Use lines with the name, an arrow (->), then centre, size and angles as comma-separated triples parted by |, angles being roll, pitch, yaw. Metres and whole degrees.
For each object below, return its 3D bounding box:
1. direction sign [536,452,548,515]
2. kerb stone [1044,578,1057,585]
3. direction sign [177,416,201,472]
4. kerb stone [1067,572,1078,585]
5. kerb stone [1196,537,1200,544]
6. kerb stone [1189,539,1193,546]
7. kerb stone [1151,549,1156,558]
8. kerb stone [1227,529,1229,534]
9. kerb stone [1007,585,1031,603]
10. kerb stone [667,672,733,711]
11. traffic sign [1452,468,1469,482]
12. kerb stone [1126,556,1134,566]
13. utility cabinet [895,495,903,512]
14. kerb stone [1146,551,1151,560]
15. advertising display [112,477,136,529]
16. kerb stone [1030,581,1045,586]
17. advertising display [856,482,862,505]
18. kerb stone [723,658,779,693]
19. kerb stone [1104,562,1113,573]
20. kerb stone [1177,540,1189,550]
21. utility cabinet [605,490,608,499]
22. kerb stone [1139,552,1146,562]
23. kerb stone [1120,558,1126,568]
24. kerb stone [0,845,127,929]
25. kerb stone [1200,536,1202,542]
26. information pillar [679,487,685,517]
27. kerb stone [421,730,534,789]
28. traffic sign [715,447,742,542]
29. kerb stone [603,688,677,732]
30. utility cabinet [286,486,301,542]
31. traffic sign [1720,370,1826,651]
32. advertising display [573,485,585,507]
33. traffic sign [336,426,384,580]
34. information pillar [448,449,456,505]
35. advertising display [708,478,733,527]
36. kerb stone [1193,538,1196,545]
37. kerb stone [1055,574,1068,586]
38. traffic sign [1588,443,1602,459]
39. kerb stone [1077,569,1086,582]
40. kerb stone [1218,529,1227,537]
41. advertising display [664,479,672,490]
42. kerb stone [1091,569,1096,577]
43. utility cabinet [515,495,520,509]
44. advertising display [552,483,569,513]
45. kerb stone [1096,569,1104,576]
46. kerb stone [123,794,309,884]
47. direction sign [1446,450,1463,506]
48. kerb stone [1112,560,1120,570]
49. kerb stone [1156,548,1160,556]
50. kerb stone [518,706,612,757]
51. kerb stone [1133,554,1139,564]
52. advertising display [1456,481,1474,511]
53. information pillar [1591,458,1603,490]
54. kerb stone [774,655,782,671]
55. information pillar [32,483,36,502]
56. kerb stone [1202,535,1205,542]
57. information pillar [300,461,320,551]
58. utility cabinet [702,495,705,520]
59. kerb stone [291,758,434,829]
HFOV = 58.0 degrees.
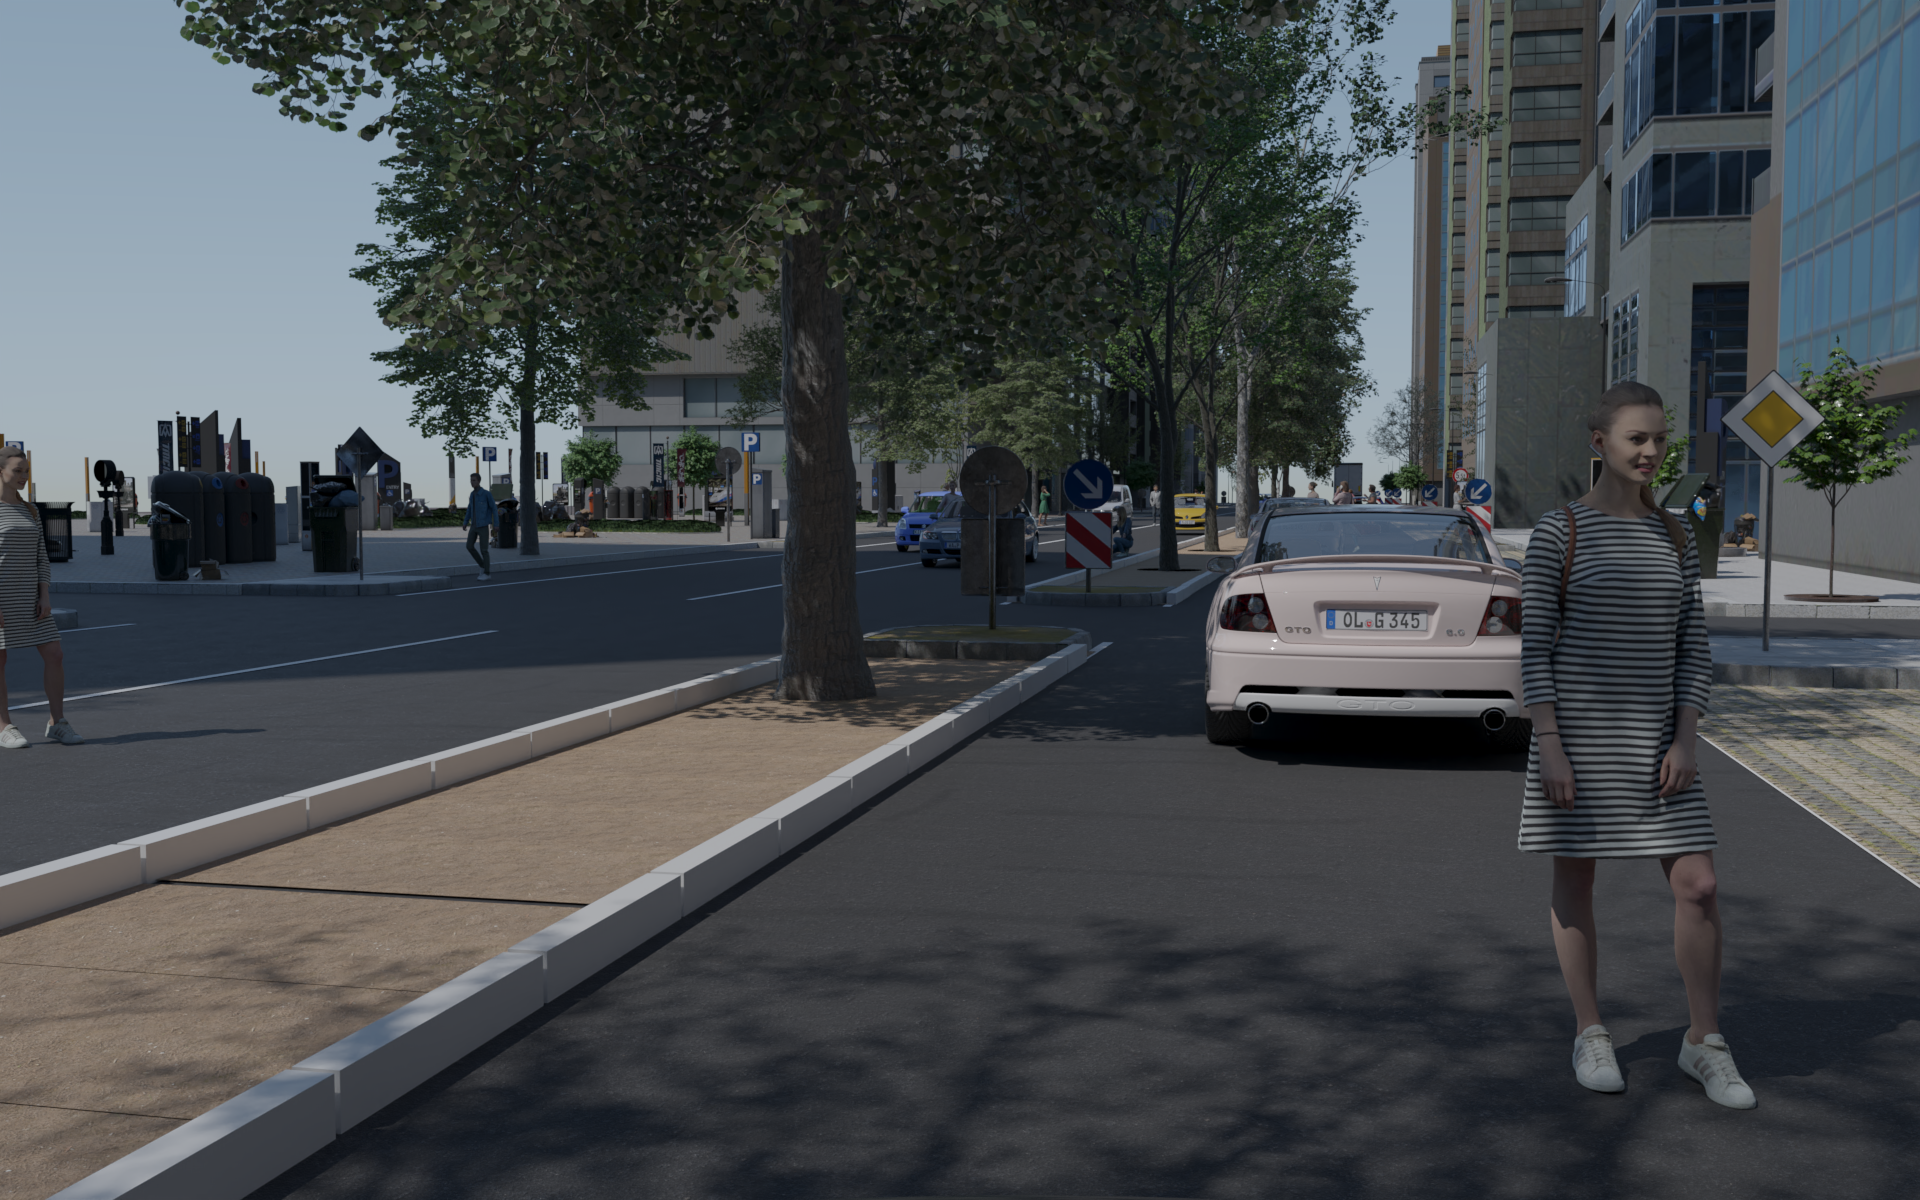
direction sign -> -22.412, -6.173, 92.922 | 0.379, 3.537, 0.876 | 2, 4, 32
kerb stone -> 1.240, -0.192, 25.366 | 0.120, 0.150, 1.000 | 1, 4, 13
direction sign -> -22.485, -3.583, 50.573 | 0.379, 3.537, 0.876 | 1, 4, 19
kerb stone -> 1.687, -0.316, 27.369 | 0.120, 0.150, 1.000 | 1, 4, 13
kerb stone -> 6.655, -1.659, 49.373 | 0.120, 0.150, 1.000 | 1, 4, 13
kerb stone -> 6.199, -1.535, 47.374 | 0.120, 0.150, 1.000 | 1, 4, 13
kerb stone -> 4.166, -0.987, 38.379 | 0.120, 0.150, 1.000 | 1, 4, 13
kerb stone -> 9.350, -2.396, 61.378 | 0.120, 0.150, 1.000 | 1, 4, 13
kerb stone -> 0.788, -0.066, 23.358 | 0.120, 0.150, 1.000 | 1, 4, 13
kerb stone -> -1.801, 0.633, 11.839 | 0.120, 0.150, 1.000 | 1, 4, 13
traffic sign -> 24.186, -5.114, 83.722 | 0.768, 2.556, 0.104 | 1, 4, 18
kerb stone -> 3.275, -0.741, 34.384 | 0.120, 0.150, 1.000 | 1, 4, 13
utility cabinet -> -3.539, -4.982, 92.620 | 1.020, 1.237, 0.306 | -2, 4, -31
kerb stone -> 3.950, -0.928, 37.375 | 0.120, 0.150, 1.000 | 1, 4, 13
advertising display -> -31.019, -3.613, 64.279 | 0.974, 1.923, 0.123 | 1, 4, 19
kerb stone -> 1.015, -0.133, 24.366 | 0.120, 0.150, 1.000 | 1, 4, 13
advertising display -> -5.281, -5.100, 88.600 | 0.123, 1.923, 0.974 | 1, 4, 20
kerb stone -> -1.581, 0.572, 12.838 | 0.120, 0.150, 1.000 | 1, 4, 13
kerb stone -> 2.595, -0.555, 31.371 | 0.120, 0.150, 1.000 | 1, 4, 13
kerb stone -> 5.970, -1.479, 46.376 | 0.120, 0.150, 1.000 | 1, 4, 13
utility cabinet -> -19.465, -5.471, 98.126 | 1.173, 1.500, 0.318 | -2, 4, -25
kerb stone -> 3.727, -0.867, 36.377 | 0.120, 0.150, 1.000 | 1, 4, 13
kerb stone -> 3.036, -0.682, 33.376 | 0.120, 0.150, 1.000 | 1, 4, 13
kerb stone -> -3.156, 1.000, 5.842 | 0.120, 0.150, 1.000 | 1, 4, 13
kerb stone -> 6.874, -1.724, 50.376 | 0.120, 0.150, 1.000 | 1, 4, 13
information pillar -> -15.767, -5.729, 98.156 | 0.304, 2.012, 0.304 | 0, 4, 1
kerb stone -> -2.476, 0.819, 8.842 | 0.120, 0.150, 1.000 | 1, 4, 13
traffic sign -> -6.231, -2.841, 46.555 | 0.768, 2.556, 0.104 | 1, 4, 13
kerb stone -> -2.031, 0.695, 10.838 | 0.120, 0.150, 1.000 | 1, 4, 13
utility cabinet -> -17.747, -2.288, 46.095 | 0.318, 1.500, 1.173 | -1, 4, -18
traffic sign -> 6.581, -0.639, 14.092 | 0.795, 2.450, 0.064 | 1, 4, 13
advertising display -> -20.558, -5.398, 93.470 | 0.123, 1.923, 0.974 | 1, 4, 22
traffic sign -> -8.924, -1.354, 25.775 | 0.795, 2.450, 0.064 | 1, 4, 13
information pillar -> -26.435, -6.040, 90.115 | 0.183, 3.616, 0.504 | 1, 4, 17
advertising display -> -9.474, -3.866, 68.421 | 0.974, 1.923, 0.123 | 0, 4, -1
kerb stone -> 6.424, -1.596, 48.372 | 0.120, 0.150, 1.000 | 1, 4, 13
kerb stone -> 1.468, -0.255, 26.370 | 0.120, 0.150, 1.000 | 1, 4, 13
traffic sign -> 8.335, -1.116, 21.883 | 0.795, 2.450, 0.064 | 1, 4, 13
kerb stone -> 1.923, -0.377, 28.367 | 0.120, 0.150, 1.000 | 1, 4, 13
kerb stone -> 9.124, -2.335, 60.375 | 0.120, 0.150, 1.000 | 1, 4, 13
advertising display -> -12.901, -4.363, 76.546 | 0.123, 1.923, 0.974 | 0, 4, 5
kerb stone -> 2.138, -0.439, 29.366 | 0.120, 0.150, 1.000 | 1, 4, 13
utility cabinet -> -21.370, -4.486, 84.508 | 0.306, 1.237, 1.020 | -3, 5, -39
advertising display -> -23.937, -6.033, 103.852 | 0.974, 1.923, 0.123 | 0, 4, 5
kerb stone -> 2.358, -0.500, 30.364 | 0.120, 0.150, 1.000 | 1, 4, 13
kerb stone -> -2.928, 0.939, 6.841 | 0.120, 0.150, 1.000 | 1, 4, 13
direction sign -> 25.432, -5.940, 89.108 | 0.876, 3.537, 0.379 | -1, 4, -8
kerb stone -> 2.815, -0.623, 32.375 | 0.120, 0.150, 1.000 | 1, 4, 13
kerb stone -> 4.394, -1.050, 39.375 | 0.120, 0.150, 1.000 | 1, 4, 13
kerb stone -> -2.258, 0.756, 9.841 | 0.120, 0.150, 1.000 | 1, 4, 13
kerb stone -> 3.495, -0.801, 35.382 | 0.120, 0.150, 1.000 | 1, 4, 13
advertising display -> 24.066, -4.717, 82.340 | 0.974, 1.923, 0.123 | 0, 4, 3
information pillar -> 13.129, -1.896, 35.485 | 0.304, 2.012, 0.304 | -3, 4, -39
kerb stone -> -1.352, 0.514, 13.834 | 0.120, 0.150, 1.000 | 1, 4, 13
information pillar -> -59.497, -6.521, 111.114 | 0.304, 2.012, 0.304 | 0, 4, -1
kerb stone -> 7.097, -1.780, 51.374 | 0.120, 0.150, 1.000 | 1, 4, 13
information pillar -> -14.592, -2.106, 38.922 | 0.304, 2.012, 0.304 | 2, 4, 23
utility cabinet -> -12.305, -4.599, 86.363 | 1.020, 1.237, 0.306 | -2, 4, -25
kerb stone -> -2.707, 0.878, 7.843 | 0.120, 0.150, 1.000 | 1, 4, 13
